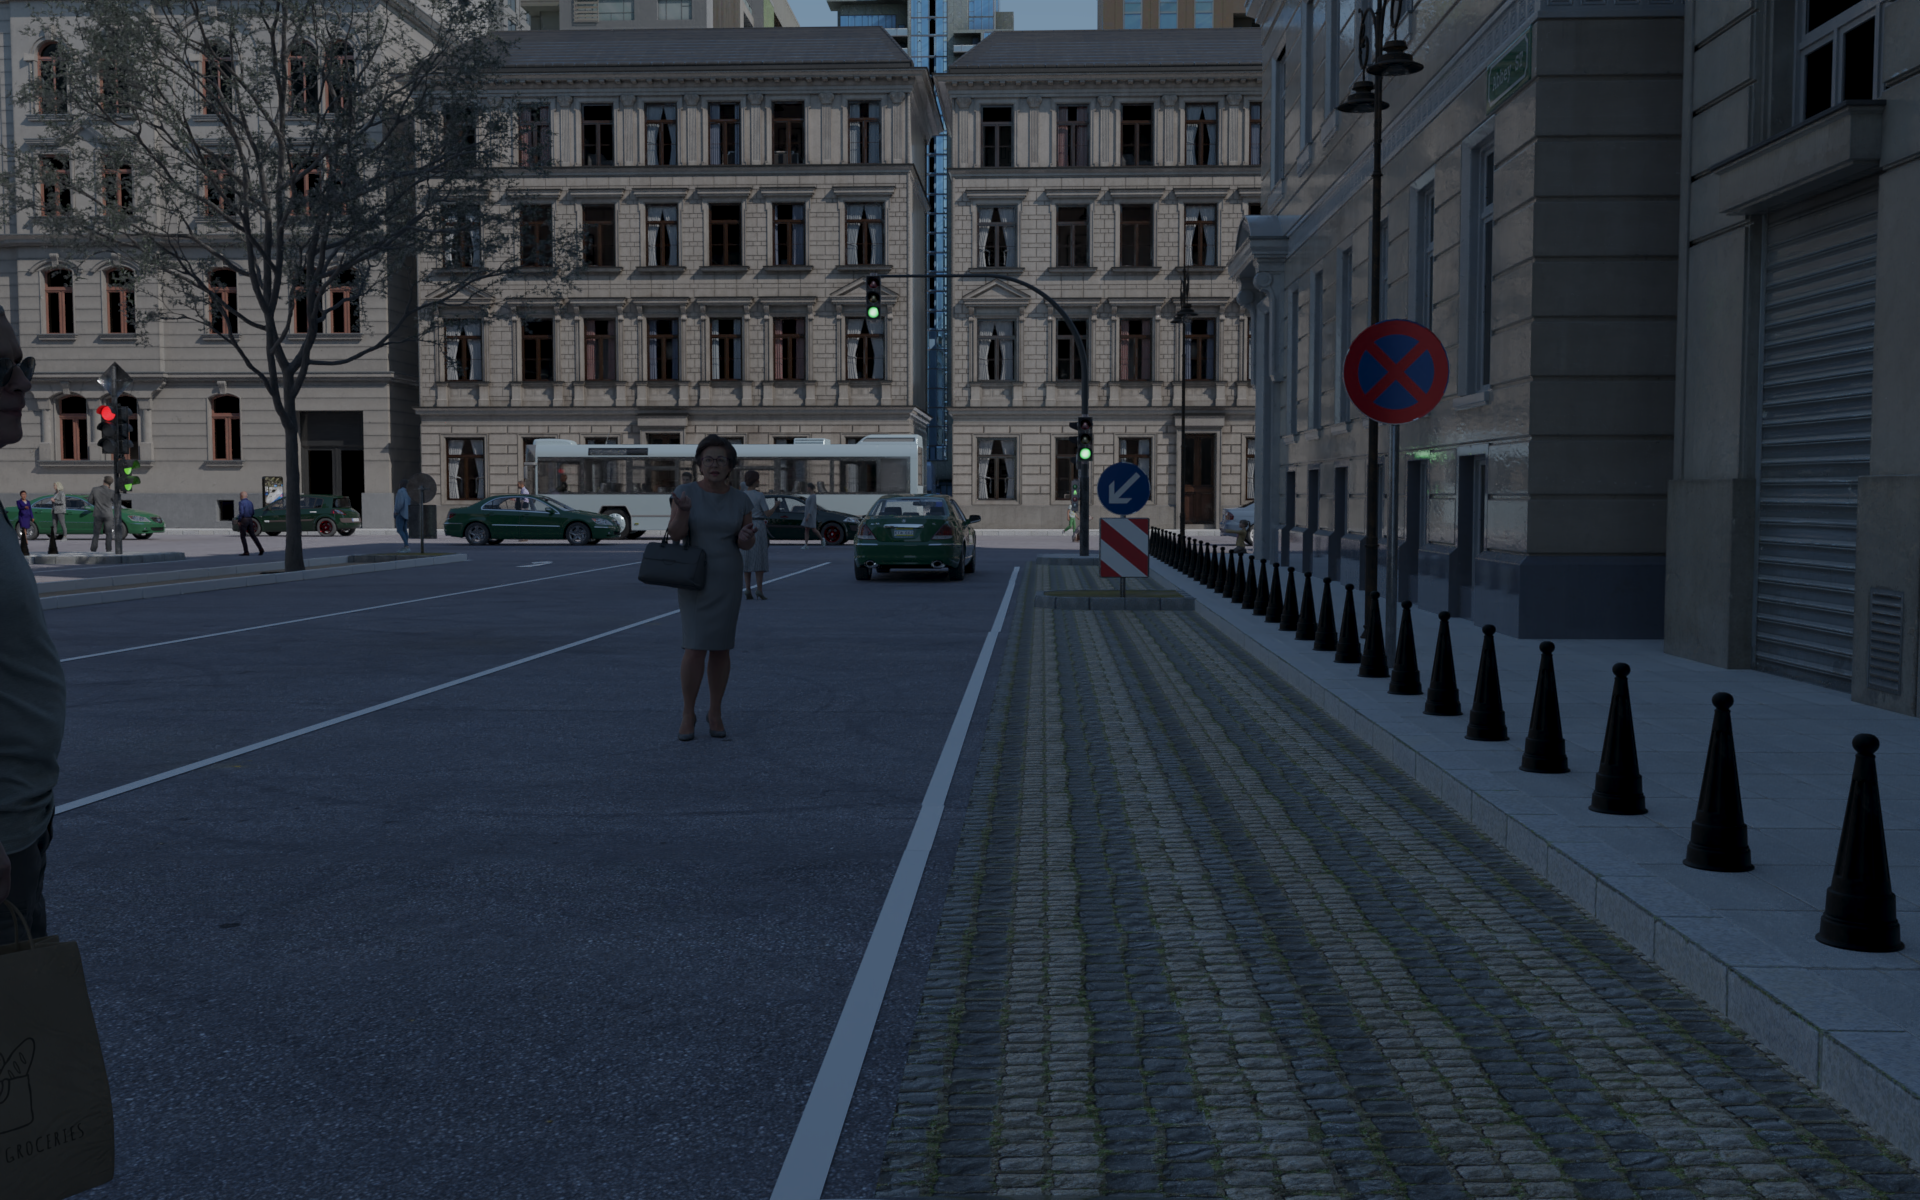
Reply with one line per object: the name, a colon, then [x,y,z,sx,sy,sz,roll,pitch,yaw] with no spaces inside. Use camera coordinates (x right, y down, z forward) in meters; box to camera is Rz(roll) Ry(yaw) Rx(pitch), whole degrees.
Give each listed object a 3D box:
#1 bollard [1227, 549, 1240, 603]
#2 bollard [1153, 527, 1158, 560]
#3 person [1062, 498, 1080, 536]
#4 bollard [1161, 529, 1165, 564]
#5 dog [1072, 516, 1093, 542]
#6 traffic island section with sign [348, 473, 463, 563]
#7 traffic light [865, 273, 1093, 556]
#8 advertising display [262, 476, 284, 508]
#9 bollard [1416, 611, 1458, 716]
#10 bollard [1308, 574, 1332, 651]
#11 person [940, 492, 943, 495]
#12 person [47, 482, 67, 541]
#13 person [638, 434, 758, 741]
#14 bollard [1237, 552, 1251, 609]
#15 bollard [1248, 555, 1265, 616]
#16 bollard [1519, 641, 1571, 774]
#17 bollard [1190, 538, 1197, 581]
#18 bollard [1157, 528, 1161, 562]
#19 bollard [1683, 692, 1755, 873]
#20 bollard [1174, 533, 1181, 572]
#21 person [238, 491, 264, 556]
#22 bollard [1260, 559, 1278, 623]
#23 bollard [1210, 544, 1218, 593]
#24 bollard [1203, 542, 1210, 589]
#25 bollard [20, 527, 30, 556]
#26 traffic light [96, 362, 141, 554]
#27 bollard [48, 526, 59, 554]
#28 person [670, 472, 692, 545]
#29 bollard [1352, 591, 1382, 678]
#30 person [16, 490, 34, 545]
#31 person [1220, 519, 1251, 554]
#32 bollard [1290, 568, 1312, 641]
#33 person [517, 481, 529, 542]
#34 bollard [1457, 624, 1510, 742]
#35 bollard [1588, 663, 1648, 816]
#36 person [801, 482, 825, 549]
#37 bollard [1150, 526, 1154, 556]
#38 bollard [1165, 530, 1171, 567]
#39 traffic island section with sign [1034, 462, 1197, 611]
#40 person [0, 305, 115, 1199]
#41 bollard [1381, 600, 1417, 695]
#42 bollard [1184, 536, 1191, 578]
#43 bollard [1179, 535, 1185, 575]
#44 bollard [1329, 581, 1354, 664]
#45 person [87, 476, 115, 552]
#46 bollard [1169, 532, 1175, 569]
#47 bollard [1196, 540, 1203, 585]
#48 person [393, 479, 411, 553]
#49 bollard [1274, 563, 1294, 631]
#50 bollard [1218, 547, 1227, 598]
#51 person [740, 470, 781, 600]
bollard: [3.305,-0.267,20.402,0.229,0.601,0.229,0,3,0]
bollard: [3.943,-1.083,33.756,0.229,0.601,0.229,0,3,0]
person: [3.748,-2.805,58.611,0.590,1.304,0.306,1,4,16]
bollard: [3.843,-0.957,31.696,0.229,0.601,0.229,0,3,0]
dog: [3.553,-2.120,51.496,0.513,0.831,0.800,-2,4,-24]
traffic island section with sign: [-11.655,-1.754,36.821,2.006,1.907,1.989,0,4,3]
traffic light: [0.457,-3.736,35.752,4.771,5.953,1.251,0,4,3]
advertising display: [-24.806,-3.507,62.547,0.123,1.923,0.974,1,4,19]
bollard: [2.818,0.364,10.092,0.229,0.601,0.229,0,3,0]
bollard: [3.011,0.112,14.217,0.229,0.601,0.229,0,3,0]
person: [-2.314,-12.401,211.969,1.217,1.735,0.721,-1,4,-13]
person: [-27.288,-2.671,52.360,0.537,1.800,0.526,3,5,40]
person: [-1.514,-0.076,10.103,0.716,1.782,0.532,-1,4,-23]
bollard: [3.257,-0.203,19.355,0.229,0.601,0.229,0,3,0]
bollard: [3.209,-0.140,18.329,0.229,0.601,0.229,0,3,0]
bollard: [2.716,0.490,8.030,0.229,0.601,0.229,0,3,0]
bollard: [3.549,-0.580,25.530,0.229,0.601,0.229,0,3,0]
bollard: [3.894,-1.021,32.730,0.229,0.601,0.229,0,3,0]
bollard: [2.618,0.617,5.960,0.229,0.601,0.229,0,3,0]
bollard: [3.700,-0.769,28.617,0.229,0.601,0.229,0,3,0]
person: [-16.604,-1.782,40.328,0.600,1.496,0.574,3,5,45]
bollard: [3.157,-0.077,17.303,0.229,0.601,0.229,0,3,0]
bollard: [3.404,-0.392,22.453,0.229,0.601,0.229,0,3,0]
bollard: [3.451,-0.455,23.479,0.229,0.601,0.229,0,3,0]
bollard: [-19.424,-1.216,35.927,0.229,0.601,0.229,0,3,0]
traffic light: [-17.888,-2.925,36.748,0.839,4.253,0.868,0,4,3]
bollard: [-19.373,-1.280,36.977,0.229,0.601,0.229,0,3,0]
person: [-4.928,-1.388,31.162,0.622,1.834,0.822,0,4,7]
bollard: [2.912,0.237,12.166,0.229,0.601,0.229,0,3,0]
person: [-26.311,-2.323,48.852,0.546,1.535,0.453,1,4,15]
person: [6.233,-1.397,39.259,0.695,0.859,0.347,1,4,8]
bollard: [3.062,0.049,15.247,0.229,0.601,0.229,0,3,0]
person: [-13.298,-2.682,52.211,0.599,1.838,0.709,-1,4,-19]
bollard: [2.763,0.427,9.064,0.229,0.601,0.229,0,3,0]
bollard: [2.668,0.553,7.004,0.229,0.601,0.229,0,3,0]
person: [-3.846,-2.188,45.016,0.466,1.731,0.760,3,5,39]
bollard: [3.988,-1.146,34.781,0.229,0.601,0.229,0,3,0]
bollard: [3.794,-0.895,30.670,0.229,0.601,0.229,0,3,0]
traffic island section with sign: [1.950,-0.827,22.143,1.989,1.847,2.006,0,4,3]
person: [-1.672,0.379,2.788,0.515,1.767,0.782,-2,4,-28]
bollard: [2.866,0.301,11.126,0.229,0.601,0.229,0,3,0]
bollard: [3.598,-0.643,26.555,0.229,0.601,0.229,0,3,0]
bollard: [3.650,-0.706,27.591,0.229,0.601,0.229,0,3,0]
bollard: [2.964,0.174,13.191,0.229,0.601,0.229,0,3,0]
person: [-19.430,-1.892,39.238,0.655,1.846,0.447,-1,4,-18]
bollard: [3.750,-0.832,29.642,0.229,0.601,0.229,0,3,0]
bollard: [3.499,-0.518,24.504,0.229,0.601,0.229,0,3,0]
person: [-13.610,-2.055,42.366,0.793,1.790,0.793,-2,4,-30]
bollard: [3.110,-0.014,16.278,0.229,0.601,0.229,0,3,0]
bollard: [3.357,-0.329,21.428,0.229,0.601,0.229,0,3,0]
person: [-2.739,-0.885,23.538,0.480,1.755,0.524,2,4,24]
